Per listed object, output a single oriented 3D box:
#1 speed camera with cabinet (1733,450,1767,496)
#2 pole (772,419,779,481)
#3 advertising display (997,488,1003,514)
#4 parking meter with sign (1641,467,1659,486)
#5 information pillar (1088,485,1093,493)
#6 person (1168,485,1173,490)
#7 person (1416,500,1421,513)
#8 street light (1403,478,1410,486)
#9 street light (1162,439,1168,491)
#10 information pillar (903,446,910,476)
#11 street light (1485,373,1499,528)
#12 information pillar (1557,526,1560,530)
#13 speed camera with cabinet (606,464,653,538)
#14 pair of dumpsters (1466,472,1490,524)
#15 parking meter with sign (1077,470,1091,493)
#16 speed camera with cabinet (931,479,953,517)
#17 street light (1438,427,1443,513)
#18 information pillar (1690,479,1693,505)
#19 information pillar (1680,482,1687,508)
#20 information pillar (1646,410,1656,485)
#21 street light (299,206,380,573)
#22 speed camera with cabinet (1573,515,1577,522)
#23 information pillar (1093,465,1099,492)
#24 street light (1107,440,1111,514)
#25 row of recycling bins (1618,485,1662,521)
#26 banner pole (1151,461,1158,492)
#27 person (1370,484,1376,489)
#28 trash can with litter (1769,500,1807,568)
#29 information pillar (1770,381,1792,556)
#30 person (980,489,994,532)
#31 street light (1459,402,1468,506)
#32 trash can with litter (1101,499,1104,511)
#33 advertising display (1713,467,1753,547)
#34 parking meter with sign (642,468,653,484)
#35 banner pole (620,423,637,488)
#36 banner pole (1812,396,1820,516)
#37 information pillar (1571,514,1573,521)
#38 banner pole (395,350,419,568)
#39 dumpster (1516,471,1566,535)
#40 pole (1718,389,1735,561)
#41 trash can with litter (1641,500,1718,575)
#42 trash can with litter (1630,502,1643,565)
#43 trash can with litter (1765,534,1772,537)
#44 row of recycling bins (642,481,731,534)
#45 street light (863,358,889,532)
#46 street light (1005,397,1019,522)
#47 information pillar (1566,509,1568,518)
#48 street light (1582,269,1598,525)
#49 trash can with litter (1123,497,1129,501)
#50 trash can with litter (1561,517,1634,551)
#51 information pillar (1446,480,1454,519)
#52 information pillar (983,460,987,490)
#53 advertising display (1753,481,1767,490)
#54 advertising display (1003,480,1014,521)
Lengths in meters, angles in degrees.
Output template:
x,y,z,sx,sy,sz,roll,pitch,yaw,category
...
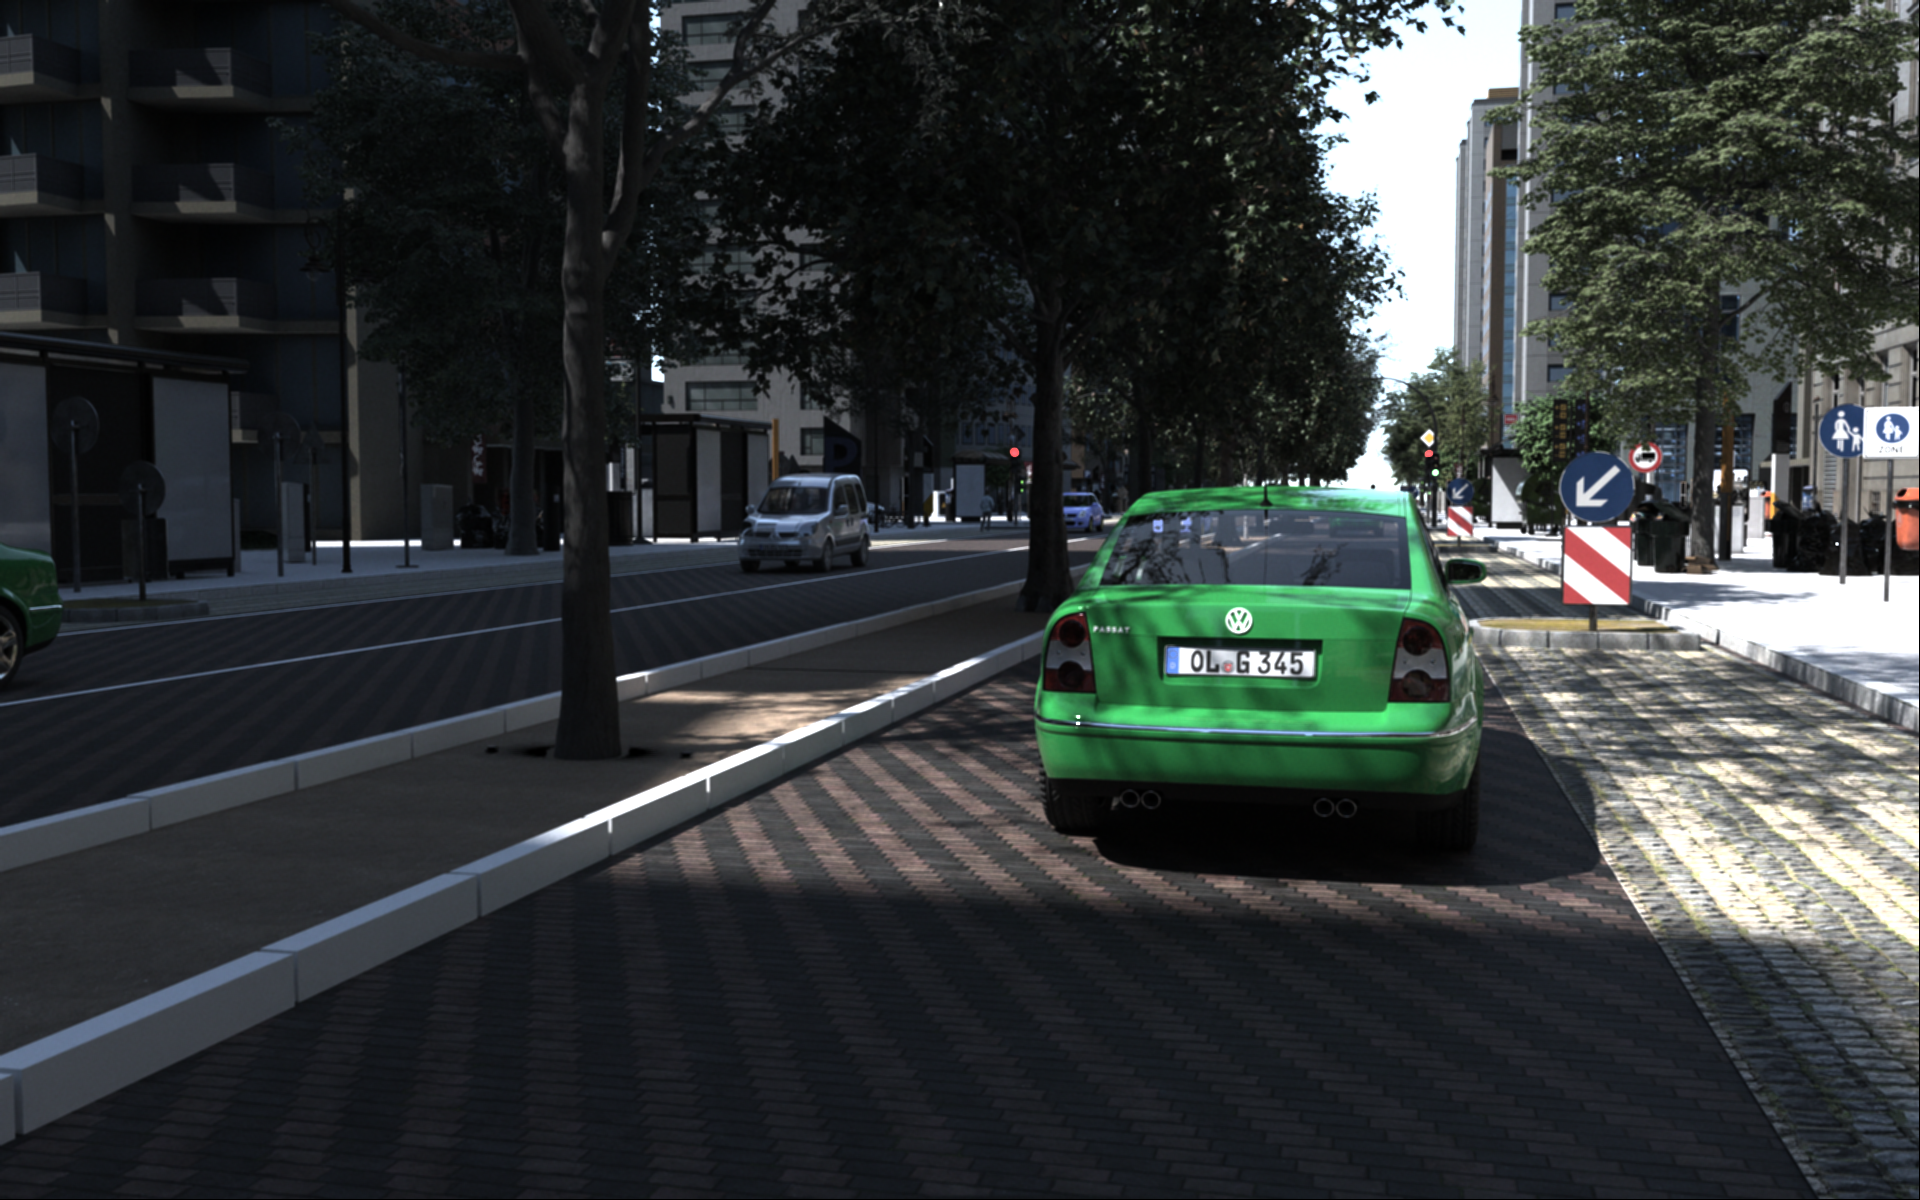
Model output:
x,y,z,sx,sy,sz,roll,pitch,yaw,category
35.184,-5.079,77.382,0.660,3.252,2.038,-1,4,-15,speed camera with cabinet
-5.004,-3.255,47.060,0.158,3.312,0.155,0,3,0,pole
2.573,-6.393,109.747,0.123,1.923,0.974,1,4,21,advertising display
37.552,-6.069,95.491,1.738,3.016,0.543,2,4,25,parking meter with sign
11.139,-8.772,147.912,0.304,2.012,0.304,0,4,-8,information pillar
9.368,-4.201,77.062,0.514,1.842,0.818,1,4,10,person
14.864,-2.643,56.395,0.352,1.250,0.332,3,4,37,person
62.384,-16.432,241.457,0.468,5.910,1.993,1,4,13,street light
16.488,-10.130,138.417,0.468,5.910,1.993,1,4,13,street light
-2.633,-5.754,85.433,0.183,3.616,0.504,3,5,41,information pillar
20.277,-5.704,66.044,0.468,5.910,1.993,1,4,13,street light
21.471,-4.328,62.117,0.183,3.616,0.504,2,4,24,information pillar
-9.956,-3.431,50.427,2.038,3.252,0.660,-2,4,-33,speed camera with cabinet
23.199,-4.549,76.877,1.574,2.255,4.437,1,4,14,pair of dumpsters
8.983,-8.068,128.176,0.543,3.016,1.738,-2,4,-27,parking meter with sign
-0.612,-6.225,96.107,2.038,3.252,0.660,-3,4,-38,speed camera with cabinet
32.546,-8.842,117.347,0.468,5.910,1.993,1,4,13,street light
36.760,-5.033,86.774,0.304,2.012,0.304,1,4,13,information pillar
44.071,-6.175,105.460,0.304,2.012,0.304,3,5,41,information pillar
18.553,-3.376,46.555,0.183,3.616,0.504,3,4,37,information pillar
-10.025,-3.385,28.140,0.468,5.910,1.993,1,4,13,street light
32.189,-5.755,88.422,2.038,3.252,0.660,0,4,-2,speed camera with cabinet
10.826,-8.972,138.042,0.504,3.616,0.183,0,4,2,information pillar
9.295,-8.317,108.769,0.468,5.910,1.993,1,4,13,street light
31.451,-4.533,81.234,1.069,1.692,3.534,-2,4,-25,row of recycling bins
14.603,-8.563,130.014,0.401,3.779,0.863,-3,5,-45,banner pole
15.216,-3.371,63.792,0.419,1.800,0.721,1,4,21,person
14.534,-1.130,29.863,0.624,1.170,1.055,-3,4,-36,trash can with litter
16.929,-2.713,35.711,0.504,3.616,0.183,-2,4,-30,information pillar
1.009,-3.297,64.213,0.589,1.601,0.330,2,4,28,person
25.249,-6.988,87.035,0.468,5.910,1.993,1,4,13,street light
10.744,-7.377,131.996,1.055,1.170,0.624,-2,4,-25,trash can with litter
18.688,-2.261,42.186,0.974,1.923,0.123,2,4,34,advertising display
-15.498,-5.504,86.257,0.543,3.016,1.738,-3,5,-39,parking meter with sign
-10.751,-4.050,56.235,0.863,3.779,0.401,-2,4,-29,banner pole
21.818,-3.315,44.213,0.401,3.779,0.863,2,4,27,banner pole
29.281,-4.770,82.485,0.304,2.012,0.304,1,4,17,information pillar
-9.632,-2.443,29.960,0.401,3.779,0.863,-1,4,-10,banner pole
18.358,-3.181,54.503,1.502,2.255,1.985,1,4,13,dumpster
14.714,-2.409,33.223,0.158,3.312,0.155,0,3,0,pole
11.714,-1.014,27.966,0.624,1.170,1.055,-3,5,-39,trash can with litter
12.363,-1.206,31.109,0.624,1.170,1.055,1,4,22,trash can with litter
24.244,-2.522,52.296,2.233,1.210,1.678,1,4,18,trash can with litter
-8.231,-2.857,53.820,3.534,1.692,1.069,-2,4,-24,row of recycling bins
-2.810,-5.212,58.009,0.468,5.910,1.993,1,4,13,street light
2.332,-6.510,79.221,0.468,5.910,1.993,1,4,13,street light
31.995,-6.137,91.695,0.504,3.616,0.183,-2,4,-24,information pillar
12.919,-3.846,35.676,0.468,5.910,1.993,1,4,13,street light
11.518,-6.731,121.446,0.624,1.170,1.055,0,4,6,trash can with litter
14.838,-1.711,39.034,1.678,1.210,2.233,-2,4,-30,trash can with litter
25.267,-5.187,89.296,0.304,2.012,0.304,3,4,38,information pillar
1.628,-7.513,114.199,0.183,3.616,0.504,-2,4,-32,information pillar
38.161,-4.751,82.896,0.123,1.923,0.974,-1,4,-23,advertising display
2.567,-5.200,90.240,0.123,1.923,0.974,-1,4,-13,advertising display
